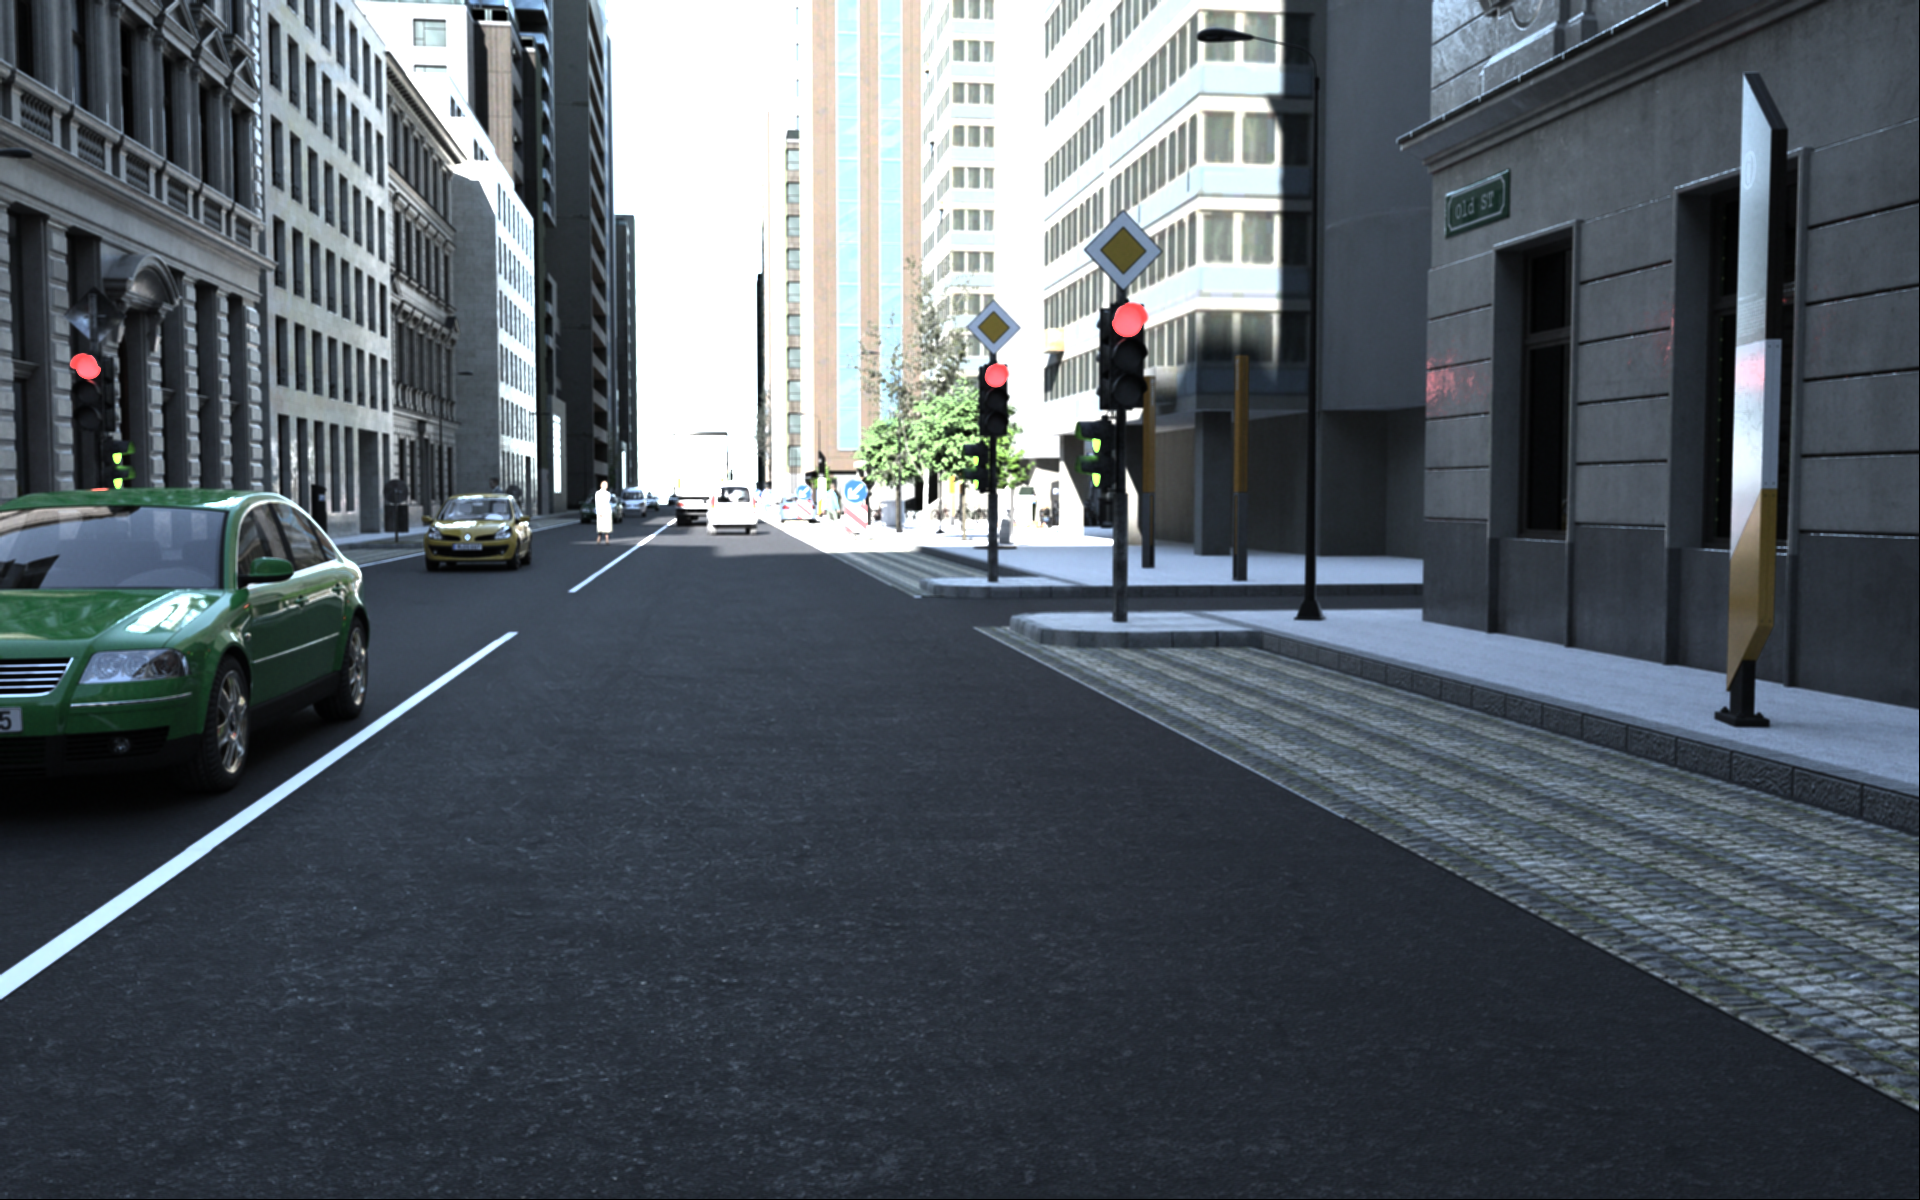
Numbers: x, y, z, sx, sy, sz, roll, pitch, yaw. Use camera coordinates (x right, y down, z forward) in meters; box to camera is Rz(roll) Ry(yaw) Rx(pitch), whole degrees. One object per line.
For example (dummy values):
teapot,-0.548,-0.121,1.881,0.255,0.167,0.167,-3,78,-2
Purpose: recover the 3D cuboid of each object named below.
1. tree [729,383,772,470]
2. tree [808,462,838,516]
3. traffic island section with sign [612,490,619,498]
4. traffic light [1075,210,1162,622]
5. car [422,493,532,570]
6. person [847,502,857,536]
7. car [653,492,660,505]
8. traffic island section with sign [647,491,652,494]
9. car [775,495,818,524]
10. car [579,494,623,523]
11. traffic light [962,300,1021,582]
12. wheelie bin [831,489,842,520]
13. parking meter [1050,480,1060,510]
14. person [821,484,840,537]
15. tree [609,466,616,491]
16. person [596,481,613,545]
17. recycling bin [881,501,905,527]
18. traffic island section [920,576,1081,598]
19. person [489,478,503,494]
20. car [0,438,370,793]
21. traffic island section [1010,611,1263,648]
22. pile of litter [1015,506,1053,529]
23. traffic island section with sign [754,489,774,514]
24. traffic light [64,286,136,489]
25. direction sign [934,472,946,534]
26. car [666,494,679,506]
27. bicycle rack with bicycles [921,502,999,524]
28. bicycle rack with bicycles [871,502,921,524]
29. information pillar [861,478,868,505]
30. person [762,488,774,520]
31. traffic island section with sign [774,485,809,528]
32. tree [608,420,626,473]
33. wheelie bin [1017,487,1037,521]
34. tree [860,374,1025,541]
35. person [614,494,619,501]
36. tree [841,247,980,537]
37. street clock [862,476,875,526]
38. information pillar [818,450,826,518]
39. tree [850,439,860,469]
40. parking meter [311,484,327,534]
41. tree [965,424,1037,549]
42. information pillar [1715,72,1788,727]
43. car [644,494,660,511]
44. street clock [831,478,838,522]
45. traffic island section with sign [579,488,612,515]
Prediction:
tree,-19.342,-16.767,184.507,12.009,13.543,11.850,0,3,0
tree,-7.943,-6.615,102.763,1.663,3.219,1.824,0,3,0
traffic island section with sign,-29.680,-8.607,149.347,1.989,1.847,2.006,0,4,-8
traffic light,1.590,-1.736,17.310,0.839,4.253,0.868,0,4,-8
car,-9.384,-1.445,33.845,2.015,1.641,3.980,-1,4,-9
person,-3.659,-3.123,59.364,0.447,1.846,0.655,-1,4,-8
car,-41.838,-13.862,236.228,1.945,1.707,3.694,-1,4,-8
traffic island section with sign,-41.264,-13.575,230.570,1.989,1.847,2.006,0,4,-8
car,-7.710,-4.274,81.875,2.014,1.417,4.499,0,4,-8
car,-17.777,-4.536,85.963,2.131,1.459,4.920,0,4,-7
traffic light,0.462,-2.220,25.216,0.839,4.253,0.868,0,4,-8
wheelie bin,-6.217,-4.782,86.096,0.693,1.594,0.980,0,4,1
parking meter,3.962,-4.063,72.147,0.399,1.863,0.255,0,4,0
person,-4.344,-3.005,57.972,0.601,1.785,0.444,3,5,43
tree,-34.654,-11.229,167.305,4.285,4.588,4.351,0,3,0
person,-10.182,-2.487,49.384,0.478,1.798,0.641,-2,4,-31
recycling bin,-2.584,-3.324,66.895,0.722,1.027,0.722,1,4,21
traffic island section,0.503,-0.187,25.335,2.009,0.180,2.903,0,4,-8
person,-10.652,-1.906,39.792,0.853,1.813,0.709,-2,4,-30
car,-4.550,-0.049,9.603,1.959,1.807,4.718,0,4,-7
traffic island section,1.631,0.297,17.430,2.009,0.180,2.903,0,4,-8
pile of litter,2.905,-3.079,64.315,1.176,0.858,1.719,2,4,26
traffic island section with sign,-13.959,-7.073,124.270,1.989,1.847,2.006,0,4,-8
traffic light,-11.675,-2.113,23.474,0.839,4.253,0.868,0,4,-8
direction sign,-0.635,-3.900,55.756,0.876,3.537,0.379,3,4,36
car,-35.975,-12.753,218.295,2.009,1.686,4.222,-1,4,-9
bicycle rack with bicycles,0.385,-3.708,74.003,2.852,0.926,2.925,-2,4,-28
bicycle rack with bicycles,-2.860,-3.765,74.938,2.925,0.926,2.852,-1,4,-16
information pillar,-4.304,-4.539,78.712,0.304,2.012,0.304,-2,4,-35
person,-10.363,-5.181,93.797,0.643,1.750,0.593,3,5,43
traffic island section with sign,-6.871,-4.038,74.646,1.989,1.847,2.006,0,4,-8
tree,-35.420,-13.594,172.620,4.360,8.622,3.978,0,3,0
wheelie bin,2.876,-4.073,74.501,0.980,1.594,0.693,2,4,29
tree,0.190,-3.907,47.599,4.285,4.588,4.351,0,3,0
person,-25.988,-7.254,130.364,0.557,1.426,1.065,3,5,44
tree,-1.161,-6.212,51.936,4.360,8.622,3.978,0,3,0
street clock,-3.680,-3.989,69.794,0.471,2.002,0.358,1,4,12
information pillar,-7.357,-6.171,92.249,0.183,3.616,0.504,-3,5,-45
tree,-2.334,-4.822,62.559,4.285,4.588,4.351,0,3,0
parking meter,-16.657,-2.239,45.023,0.372,1.533,0.369,0,3,0
tree,0.729,-2.814,40.618,1.663,3.219,1.824,0,3,0
information pillar,4.366,-1.110,9.502,0.183,3.616,0.504,0,4,6
car,-26.932,-8.422,149.502,2.131,1.459,4.920,0,4,-8
street clock,-5.818,-4.614,80.016,0.358,2.002,0.471,-1,4,-10
traffic island section with sign,-25.803,-6.945,122.179,1.989,1.847,2.006,0,4,-8
